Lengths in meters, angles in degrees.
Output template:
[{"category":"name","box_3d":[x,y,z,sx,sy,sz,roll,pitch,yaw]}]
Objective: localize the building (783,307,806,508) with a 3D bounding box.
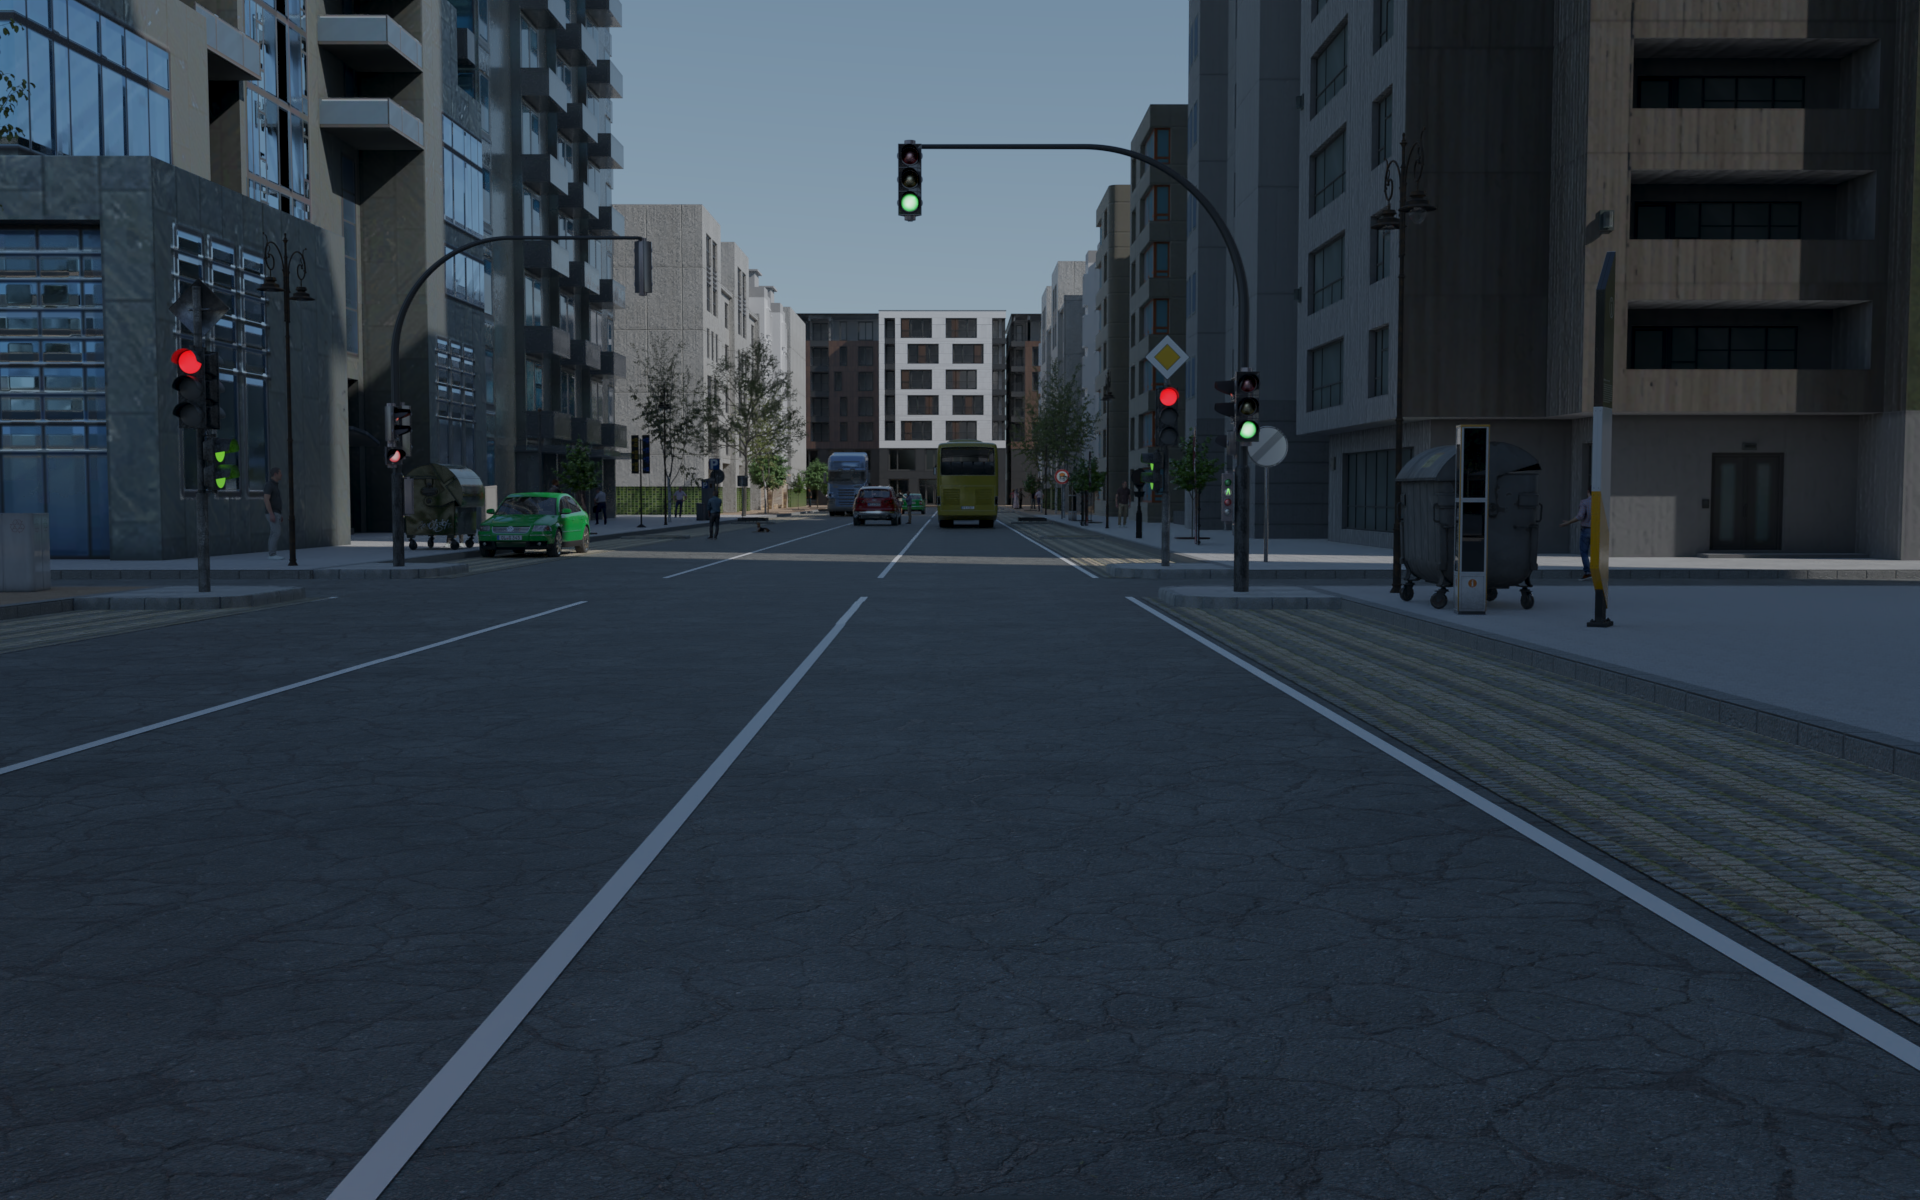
[{"category":"building","box_3d":[-31.759,-18.681,171.897,31.486,18.905,16.747,0,4,0]}]

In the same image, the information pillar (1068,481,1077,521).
[{"category":"information pillar","box_3d":[5.457,-4.860,83.957,0.304,2.012,0.304,-3,4,-38]}]

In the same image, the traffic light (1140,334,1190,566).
[{"category":"traffic light","box_3d":[3.633,-2.553,30.661,0.839,4.253,0.868,0,4,0]}]

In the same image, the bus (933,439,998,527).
[{"category":"bus","box_3d":[0.244,-5.235,77.134,2.896,3.916,12.252,0,4,-1]}]

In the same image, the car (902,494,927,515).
[{"category":"car","box_3d":[-3.344,-6.937,122.212,1.959,1.807,4.718,0,4,0]}]

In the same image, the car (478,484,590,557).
[{"category":"car","box_3d":[-9.899,-1.934,40.421,1.959,1.807,4.718,0,4,0]}]

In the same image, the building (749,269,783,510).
[{"category":"building","box_3d":[-23.549,-17.562,143.556,16.016,20.091,11.380,0,4,0]}]

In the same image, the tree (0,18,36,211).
[{"category":"tree","box_3d":[-11.899,-4.088,17.204,4.737,8.622,4.395,0,3,0]}]

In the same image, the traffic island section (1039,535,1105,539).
[{"category":"traffic island section","box_3d":[3.550,-1.992,55.440,1.991,0.108,1.994,0,4,0]}]

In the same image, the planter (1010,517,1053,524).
[{"category":"planter","box_3d":[3.427,-3.793,83.154,1.991,0.319,1.994,0,4,0]}]

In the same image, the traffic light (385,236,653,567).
[{"category":"traffic light","box_3d":[-7.837,-3.423,30.628,4.771,5.953,1.251,0,4,0]}]

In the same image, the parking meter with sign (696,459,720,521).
[{"category":"parking meter with sign","box_3d":[-12.273,-5.374,84.128,0.543,3.016,1.738,1,4,17]}]

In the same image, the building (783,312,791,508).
[{"category":"building","box_3d":[-23.473,-18.277,155.254,16.016,20.091,11.380,0,4,0]}]

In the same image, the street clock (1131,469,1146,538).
[{"category":"street clock","box_3d":[5.193,-2.790,50.179,0.471,2.002,0.358,0,4,8]}]

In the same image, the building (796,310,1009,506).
[{"category":"building","box_3d":[-11.250,-22.155,206.214,32.646,21.610,27.936,0,4,0]}]

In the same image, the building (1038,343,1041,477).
[{"category":"building","box_3d":[15.849,-18.656,161.442,16.016,20.091,11.380,0,4,0]}]

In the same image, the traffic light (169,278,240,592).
[{"category":"traffic light","box_3d":[-9.891,-2.060,22.598,0.839,4.253,0.868,0,4,0]}]

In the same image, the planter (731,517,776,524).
[{"category":"planter","box_3d":[-9.893,-3.792,83.147,1.991,0.319,1.994,0,4,0]}]

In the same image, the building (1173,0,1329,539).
[{"category":"building","box_3d":[18.874,-31.799,61.918,21.231,58.520,28.212,0,4,0]}]

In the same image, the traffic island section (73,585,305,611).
[{"category":"traffic island section","box_3d":[-9.932,-0.028,22.733,2.009,0.180,2.903,0,4,0]}]

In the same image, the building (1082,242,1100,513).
[{"category":"building","box_3d":[16.540,-16.039,118.659,16.016,20.091,11.380,0,4,0]}]

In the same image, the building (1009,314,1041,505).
[{"category":"building","box_3d":[22.032,-22.181,206.633,32.646,21.610,27.936,0,4,0]}]

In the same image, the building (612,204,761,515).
[{"category":"building","box_3d":[-24.146,-15.608,121.642,16.747,18.905,31.486,0,4,0]}]

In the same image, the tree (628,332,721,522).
[{"category":"tree","box_3d":[-13.058,-7.812,78.092,4.360,8.622,3.978,0,3,0]}]

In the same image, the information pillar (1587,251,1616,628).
[{"category":"information pillar","box_3d":[6.170,-1.546,16.629,0.183,3.616,0.504,2,4,31]}]

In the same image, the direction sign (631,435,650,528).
[{"category":"direction sign","box_3d":[-12.230,-4.549,66.376,0.876,3.537,0.379,2,4,28]}]

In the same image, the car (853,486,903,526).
[{"category":"car","box_3d":[-3.804,-4.370,80.126,2.281,1.827,5.304,0,4,1]}]

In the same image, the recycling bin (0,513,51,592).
[{"category":"recycling bin","box_3d":[-12.524,-0.633,22.898,0.722,1.027,0.722,-1,4,-11]}]

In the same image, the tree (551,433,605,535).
[{"category":"tree","box_3d":[-12.179,-3.693,54.974,1.663,3.219,1.824,0,3,0]}]

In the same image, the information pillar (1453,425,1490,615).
[{"category":"information pillar","box_3d":[5.454,-0.855,18.475,0.304,2.012,0.304,0,4,7]}]

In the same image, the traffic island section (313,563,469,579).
[{"category":"traffic island section","box_3d":[-9.968,-0.516,30.718,2.009,0.180,2.903,0,4,0]}]

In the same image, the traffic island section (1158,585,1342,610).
[{"category":"traffic island section","box_3d":[3.710,-0.031,22.790,2.009,0.180,2.903,0,4,0]}]

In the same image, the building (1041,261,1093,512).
[{"category":"building","box_3d":[15.747,-16.736,140.086,16.747,18.905,31.486,0,4,0]}]

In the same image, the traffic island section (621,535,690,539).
[{"category":"traffic island section","box_3d":[-9.760,-2.015,55.803,1.991,0.108,1.994,0,4,0]}]

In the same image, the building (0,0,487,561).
[{"category":"building","box_3d":[-26.608,-44.862,46.161,22.319,86.520,31.000,0,4,0]}]

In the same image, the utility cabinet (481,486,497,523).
[{"category":"utility cabinet","box_3d":[-12.315,-2.237,45.255,0.318,1.500,1.173,-1,4,-21]}]

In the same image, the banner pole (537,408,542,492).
[{"category":"banner pole","box_3d":[-12.212,-3.697,50.463,0.401,3.779,0.863,-1,4,-11]}]

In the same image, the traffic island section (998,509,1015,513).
[{"category":"traffic island section","box_3d":[3.204,-6.713,132.625,1.991,0.108,1.994,0,4,0]}]

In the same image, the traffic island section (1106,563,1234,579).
[{"category":"traffic island section","box_3d":[3.673,-0.520,30.775,2.009,0.180,2.903,0,4,0]}]

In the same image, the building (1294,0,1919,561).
[{"category":"building","box_3d":[16.025,-16.379,39.493,14.107,30.474,14.160,0,4,0]}]

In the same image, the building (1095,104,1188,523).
[{"category":"building","box_3d":[22.174,-15.078,91.565,27.650,21.520,28.899,0,4,0]}]

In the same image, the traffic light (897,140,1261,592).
[{"category":"traffic light","box_3d":[1.578,-2.927,22.525,4.771,5.953,1.251,0,4,0]}]

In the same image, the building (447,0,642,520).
[{"category":"building","box_3d":[-27.859,-28.034,77.970,23.786,49.044,30.456,0,4,0]}]

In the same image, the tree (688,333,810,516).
[{"category":"tree","box_3d":[-12.129,-10.103,99.592,7.601,10.594,8.767,0,4,-7]}]
